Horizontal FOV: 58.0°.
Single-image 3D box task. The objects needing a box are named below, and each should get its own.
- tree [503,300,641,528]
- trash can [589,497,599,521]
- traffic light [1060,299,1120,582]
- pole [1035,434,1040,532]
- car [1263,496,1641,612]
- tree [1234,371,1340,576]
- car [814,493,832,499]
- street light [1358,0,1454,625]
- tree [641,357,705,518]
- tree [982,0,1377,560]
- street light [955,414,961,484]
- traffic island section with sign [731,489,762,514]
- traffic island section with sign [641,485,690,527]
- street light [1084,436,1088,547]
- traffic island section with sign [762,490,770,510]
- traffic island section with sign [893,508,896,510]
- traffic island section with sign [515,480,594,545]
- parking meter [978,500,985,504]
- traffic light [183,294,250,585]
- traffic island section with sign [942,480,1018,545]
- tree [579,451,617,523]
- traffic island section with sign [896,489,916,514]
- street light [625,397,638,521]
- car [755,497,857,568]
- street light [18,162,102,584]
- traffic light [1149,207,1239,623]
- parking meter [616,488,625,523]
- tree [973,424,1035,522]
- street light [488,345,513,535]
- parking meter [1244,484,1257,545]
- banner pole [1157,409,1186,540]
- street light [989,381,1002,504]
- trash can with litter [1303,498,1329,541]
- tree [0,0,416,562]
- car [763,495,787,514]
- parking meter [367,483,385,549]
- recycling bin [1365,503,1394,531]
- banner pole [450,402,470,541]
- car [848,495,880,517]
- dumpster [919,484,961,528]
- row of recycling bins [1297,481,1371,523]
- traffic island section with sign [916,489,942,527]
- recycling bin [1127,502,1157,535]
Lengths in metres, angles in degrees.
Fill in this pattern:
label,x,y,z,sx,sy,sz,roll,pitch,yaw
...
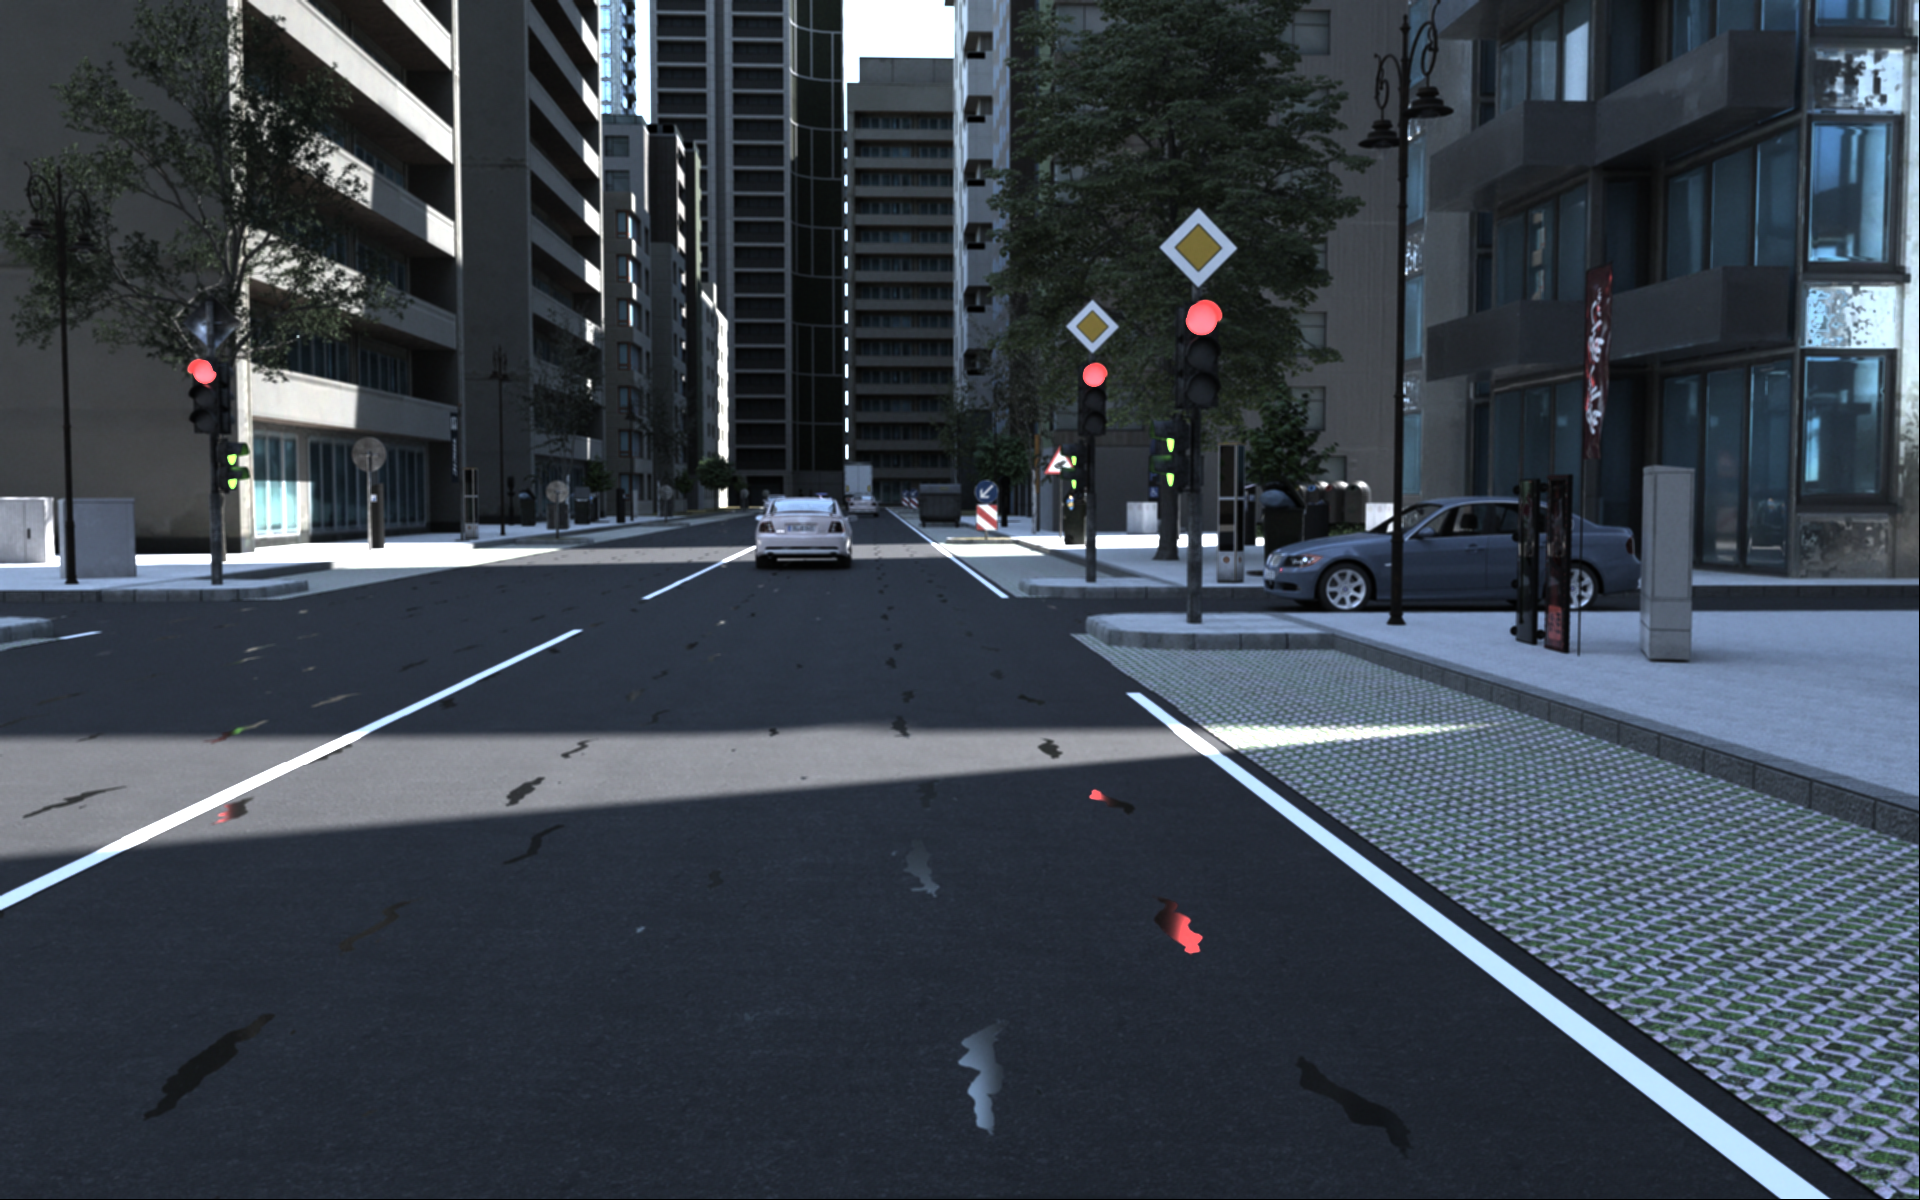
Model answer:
label,x,y,z,sx,sy,sz,roll,pitch,yaw
tree,-15.071,-7.061,65.812,4.360,8.622,3.978,0,3,0
trash can,-17.549,-4.327,82.398,0.748,1.137,0.748,0,3,0
traffic light,1.886,-2.212,25.094,0.839,4.253,0.868,0,4,-3
pole,2.637,-3.996,59.177,0.158,3.312,0.155,0,3,0
car,6.010,-0.573,21.377,4.499,1.417,2.014,0,4,-3
tree,5.190,-2.005,27.381,1.663,3.219,1.824,0,3,0
car,-12.824,-9.220,160.333,1.945,1.707,3.694,0,4,-1
street light,4.291,-2.696,16.861,0.468,5.910,1.993,0,4,-3
tree,-16.164,-8.790,94.077,4.360,8.622,3.978,0,3,0
tree,4.094,-7.075,33.809,7.486,12.596,7.792,0,3,0
street light,-0.103,-7.774,99.890,0.468,5.910,1.993,0,4,-3
traffic island section with sign,-15.649,-7.190,126.182,1.989,1.847,2.006,0,4,-3
traffic island section with sign,-13.015,-4.166,76.735,1.989,1.847,2.006,0,4,-3
street light,3.110,-4.225,41.871,0.468,5.910,1.993,0,4,-3
traffic island section with sign,-17.100,-8.841,153.171,1.989,1.847,2.006,0,4,-3
traffic island section with sign,-4.955,-8.885,153.898,1.989,1.847,2.006,0,4,-3
traffic island section with sign,-11.560,-2.507,49.612,1.989,1.847,2.006,0,4,-3
parking meter,0.963,-4.279,75.669,0.399,1.863,0.255,1,4,8
traffic light,-10.507,-2.171,24.417,0.839,4.253,0.868,0,4,-3
traffic island section with sign,0.604,-2.517,49.773,1.989,1.847,2.006,0,4,-3
tree,-16.503,-5.119,78.296,1.663,3.219,1.824,0,3,0
traffic island section with sign,-3.498,-7.230,126.839,1.989,1.847,2.006,0,4,-3
street light,-15.671,-6.714,82.567,0.468,5.910,1.993,0,4,-3
car,-3.111,-1.380,34.919,2.083,1.381,4.827,0,4,-3
street light,-12.680,-3.166,24.546,0.468,5.910,1.993,0,4,-3
traffic light,2.313,-1.725,17.120,0.839,4.253,0.868,0,4,-3
parking meter,-14.986,-4.164,76.499,0.372,1.533,0.369,0,3,0
tree,2.060,-5.908,80.317,4.285,4.588,4.351,0,3,0
street light,-14.223,-4.949,53.709,0.468,5.910,1.993,0,4,-3
parking meter,7.238,-2.140,43.400,0.372,1.533,0.369,0,3,0
banner pole,5.916,-3.583,48.600,0.863,3.779,0.401,1,4,18
street light,1.449,-6.008,71.023,0.468,5.910,1.993,0,4,-3
trash can with litter,7.346,-1.392,33.813,2.233,1.210,1.678,0,4,2
tree,-14.056,-5.969,32.004,8.767,10.594,7.601,1,4,11
car,-13.619,-7.125,128.856,2.083,1.381,4.827,0,4,-4
parking meter,-13.668,-1.964,40.515,0.372,1.533,0.369,0,3,0
recycling bin,11.835,-2.193,48.411,0.722,1.027,0.722,-2,4,-34
banner pole,-13.625,-3.482,46.951,0.401,3.779,0.863,0,4,8
car,-6.044,-5.899,108.816,2.083,1.381,4.827,0,4,-2
dumpster,-0.851,-4.012,73.805,1.865,1.857,1.264,0,4,-2
row of recycling bins,11.786,-2.963,55.564,1.069,1.692,3.534,-2,4,-32
traffic island section with sign,-0.829,-4.170,76.815,1.989,1.847,2.006,0,4,-3
recycling bin,5.768,-2.588,54.865,0.722,1.027,0.722,3,5,44
